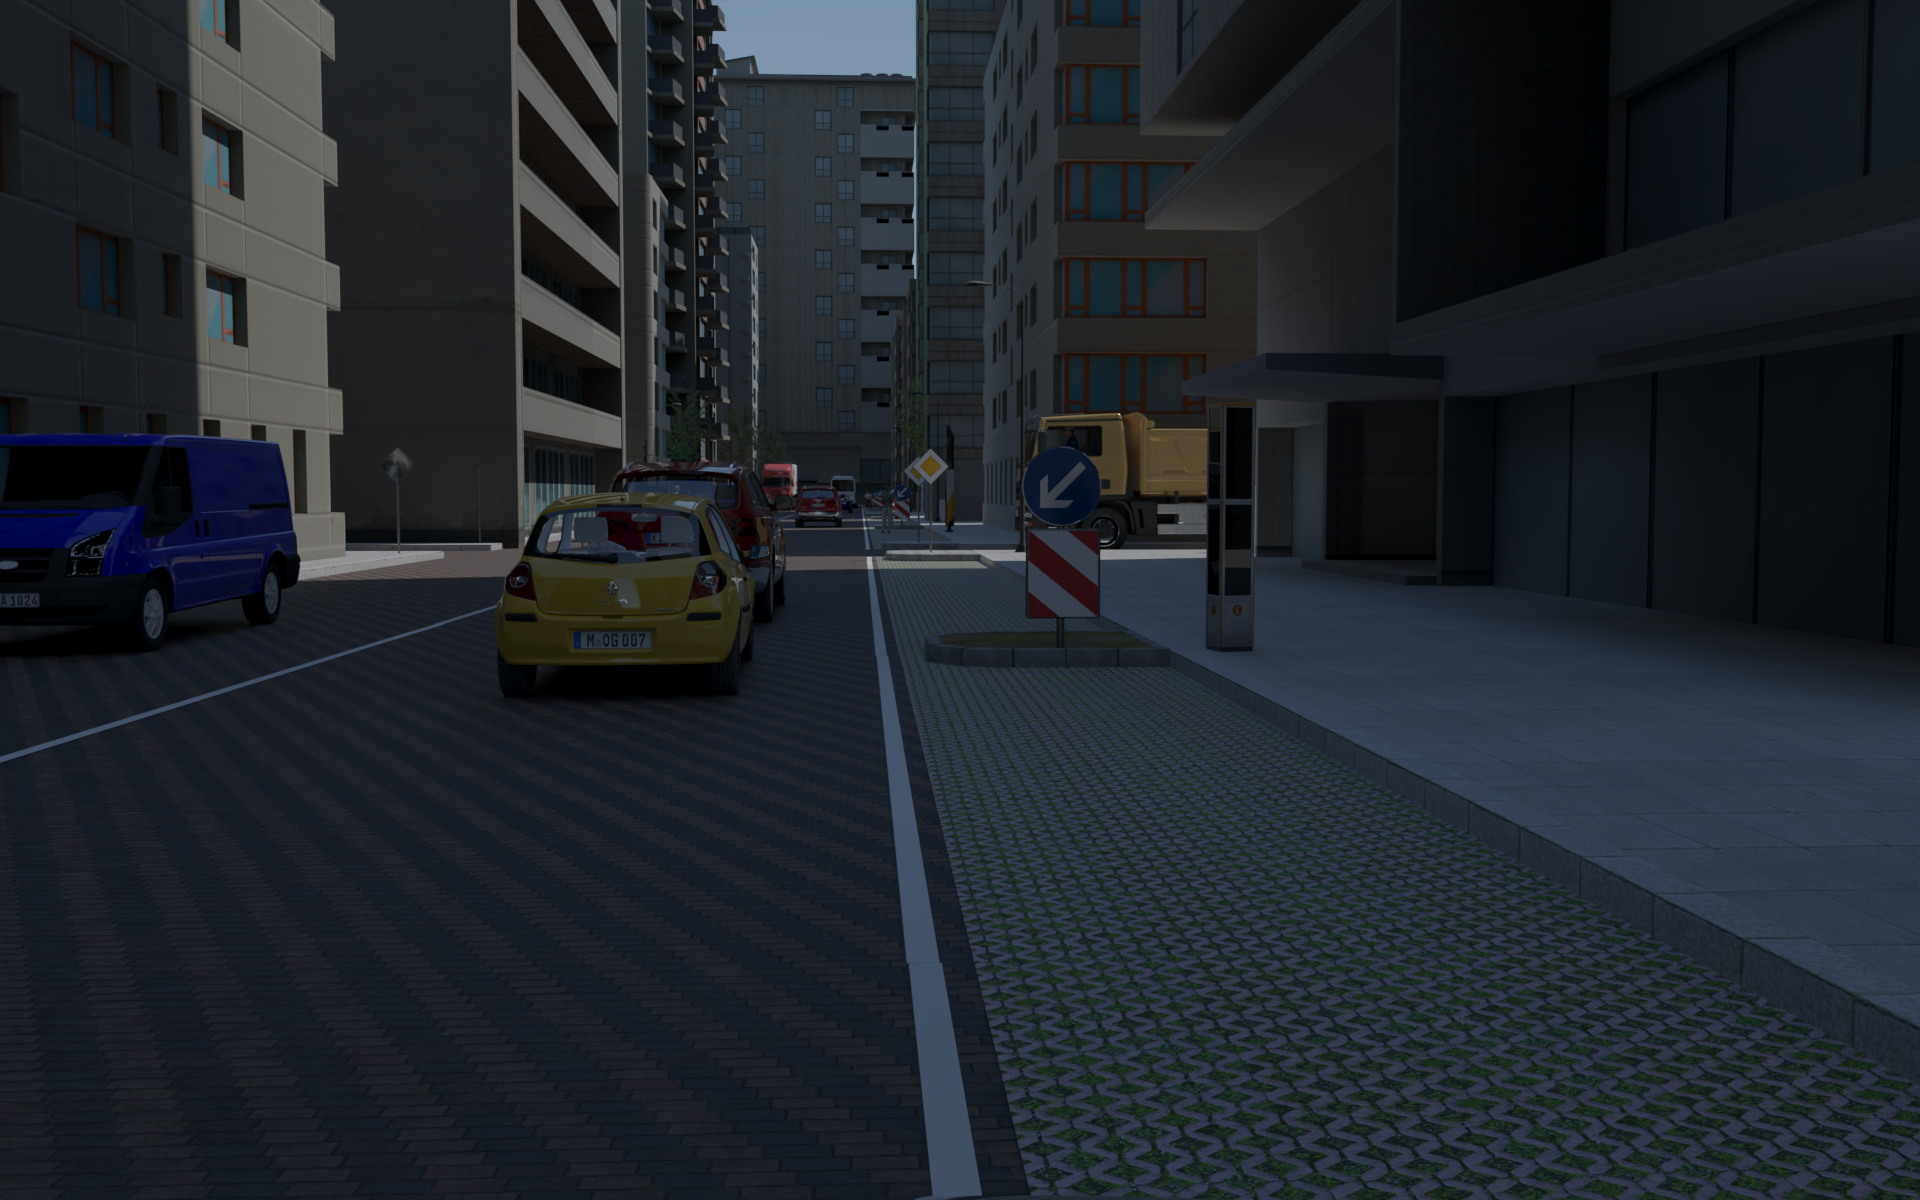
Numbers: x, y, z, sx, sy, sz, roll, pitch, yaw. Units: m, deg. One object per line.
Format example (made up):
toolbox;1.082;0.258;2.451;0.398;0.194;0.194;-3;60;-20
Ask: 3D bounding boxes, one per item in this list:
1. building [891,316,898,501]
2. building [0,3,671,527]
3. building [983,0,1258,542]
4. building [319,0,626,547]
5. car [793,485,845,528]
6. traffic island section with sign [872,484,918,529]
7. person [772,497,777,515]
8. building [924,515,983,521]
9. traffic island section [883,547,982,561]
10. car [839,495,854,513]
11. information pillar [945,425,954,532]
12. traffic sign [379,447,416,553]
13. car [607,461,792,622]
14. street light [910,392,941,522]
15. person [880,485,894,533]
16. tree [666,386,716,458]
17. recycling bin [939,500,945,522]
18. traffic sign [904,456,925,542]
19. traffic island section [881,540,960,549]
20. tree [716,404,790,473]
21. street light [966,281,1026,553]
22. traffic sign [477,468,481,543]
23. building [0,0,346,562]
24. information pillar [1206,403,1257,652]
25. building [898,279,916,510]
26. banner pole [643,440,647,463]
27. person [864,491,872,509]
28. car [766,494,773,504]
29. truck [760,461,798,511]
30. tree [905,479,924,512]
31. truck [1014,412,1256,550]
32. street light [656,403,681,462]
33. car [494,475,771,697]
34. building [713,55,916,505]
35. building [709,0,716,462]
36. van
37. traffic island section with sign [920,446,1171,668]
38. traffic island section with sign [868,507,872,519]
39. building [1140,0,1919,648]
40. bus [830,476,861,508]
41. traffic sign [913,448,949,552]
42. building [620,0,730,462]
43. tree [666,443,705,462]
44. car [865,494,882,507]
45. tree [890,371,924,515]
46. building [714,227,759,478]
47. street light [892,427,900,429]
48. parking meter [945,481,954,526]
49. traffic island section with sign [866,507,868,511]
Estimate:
building;6.764;-20.711;183.662;27.650;21.520;28.899;0;4;-3
building;-30.209;-14.828;87.469;27.650;21.520;28.899;0;4;-3
building;16.188;-13.130;59.707;28.899;21.520;27.650;0;4;-3
building;-22.812;-26.307;53.825;21.300;48.544;21.600;0;4;-3
car;-6.165;-4.104;75.767;2.281;1.827;5.304;0;4;-4
traffic island section with sign;-2.486;-3.791;70.612;1.989;1.847;2.006;0;4;-3
person;-9.177;-4.472;85.865;0.306;1.304;0.590;1;4;10
building;5.119;-24.690;87.282;14.154;41.232;14.086;0;4;-3
traffic island section;-0.621;-0.966;38.081;2.009;0.180;2.903;0;4;-3
car;-8.947;-7.175;129.892;1.945;1.354;3.894;0;4;-5
information pillar;-0.331;-4.106;58.494;0.183;3.616;0.504;-1;4;-22
traffic sign;-12.121;-2.063;37.367;0.795;2.450;0.064;0;4;-3
car;-3.191;-0.747;20.885;2.281;1.827;5.304;0;4;-3
street light;-1.541;-6.500;78.822;1.470;5.913;1.316;0;4;-3
person;-2.631;-3.317;63.289;0.519;1.759;0.362;1;4;17
tree;-18.603;-10.196;117.075;4.737;8.622;4.395;0;3;0
recycling bin;-0.677;-4.150;80.408;0.722;1.027;0.722;-1;4;-8
traffic sign;-1.102;-2.589;45.975;0.795;2.450;0.064;0;4;-3
traffic island section;-1.078;-1.454;46.053;2.009;0.180;2.903;0;4;-3
tree;-21.113;-14.643;173.819;8.767;10.594;7.601;0;4;1
street light;0.828;-4.002;37.970;1.470;5.913;1.316;0;4;-3
traffic sign;-12.578;-2.550;45.339;0.795;2.450;0.064;0;4;-3
building;-26.253;-10.720;20.308;28.899;21.520;27.650;0;4;-3
information pillar;2.213;-0.592;14.171;0.304;2.012;0.304;-1;4;-16
building;8.926;-18.917;154.330;27.650;21.520;28.899;0;4;-3
banner pole;-14.500;-5.493;79.834;0.401;3.779;0.863;0;4;1
person;-7.959;-8.653;150.917;0.756;1.711;0.436;1;4;21
car;-15.611;-7.718;136.409;2.015;1.641;3.980;0;4;-4
truck;-15.678;-9.928;151.232;2.839;4.237;11.283;0;4;-2
tree;-2.823;-7.911;123.947;1.663;3.219;1.824;0;3;0
truck;5.430;-2.843;42.409;9.791;3.379;3.469;0;4;-5
street light;-14.972;-7.111;88.799;1.470;5.913;1.316;0;4;-3
car;-2.529;-0.214;13.727;2.015;1.641;3.980;0;4;-5
building;-16.850;-38.439;217.716;27.495;52.752;28.713;0;4;-3
building;-30.819;-43.981;157.340;20.563;71.187;20.611;0;4;-3
van;-8.394;-0.797;17.418;2.240;2.365;5.245;0;4;-5
traffic island section with sign;0.696;-0.398;15.137;1.989;1.847;2.006;0;4;-3
traffic island section with sign;-4.032;-5.440;97.574;1.989;1.847;2.006;0;4;-3
building;17.807;-26.491;22.359;28.713;52.752;27.495;0;4;-3
bus;-12.141;-11.553;183.751;2.948;3.499;13.247;0;4;-1
traffic sign;-0.644;-2.102;38.003;0.795;2.450;0.064;0;4;-3
building;-29.546;-29.287;133.471;22.147;44.769;28.867;0;4;-3
tree;-17.738;-7.773;110.805;4.285;4.588;4.351;0;3;0
car;-9.047;-10.467;181.362;2.015;1.641;3.980;0;4;-4
tree;-2.061;-9.423;104.421;4.737;8.622;4.395;0;3;0
building;-29.103;-25.503;188.668;14.107;30.474;14.160;0;4;-3
street light;-3.997;-9.062;120.701;1.470;5.913;1.316;0;4;-3
parking meter;-0.411;-3.873;69.037;0.255;1.863;0.399;2;4;24
traffic island section with sign;-6.943;-8.549;148.396;1.989;1.847;2.006;0;4;-3
